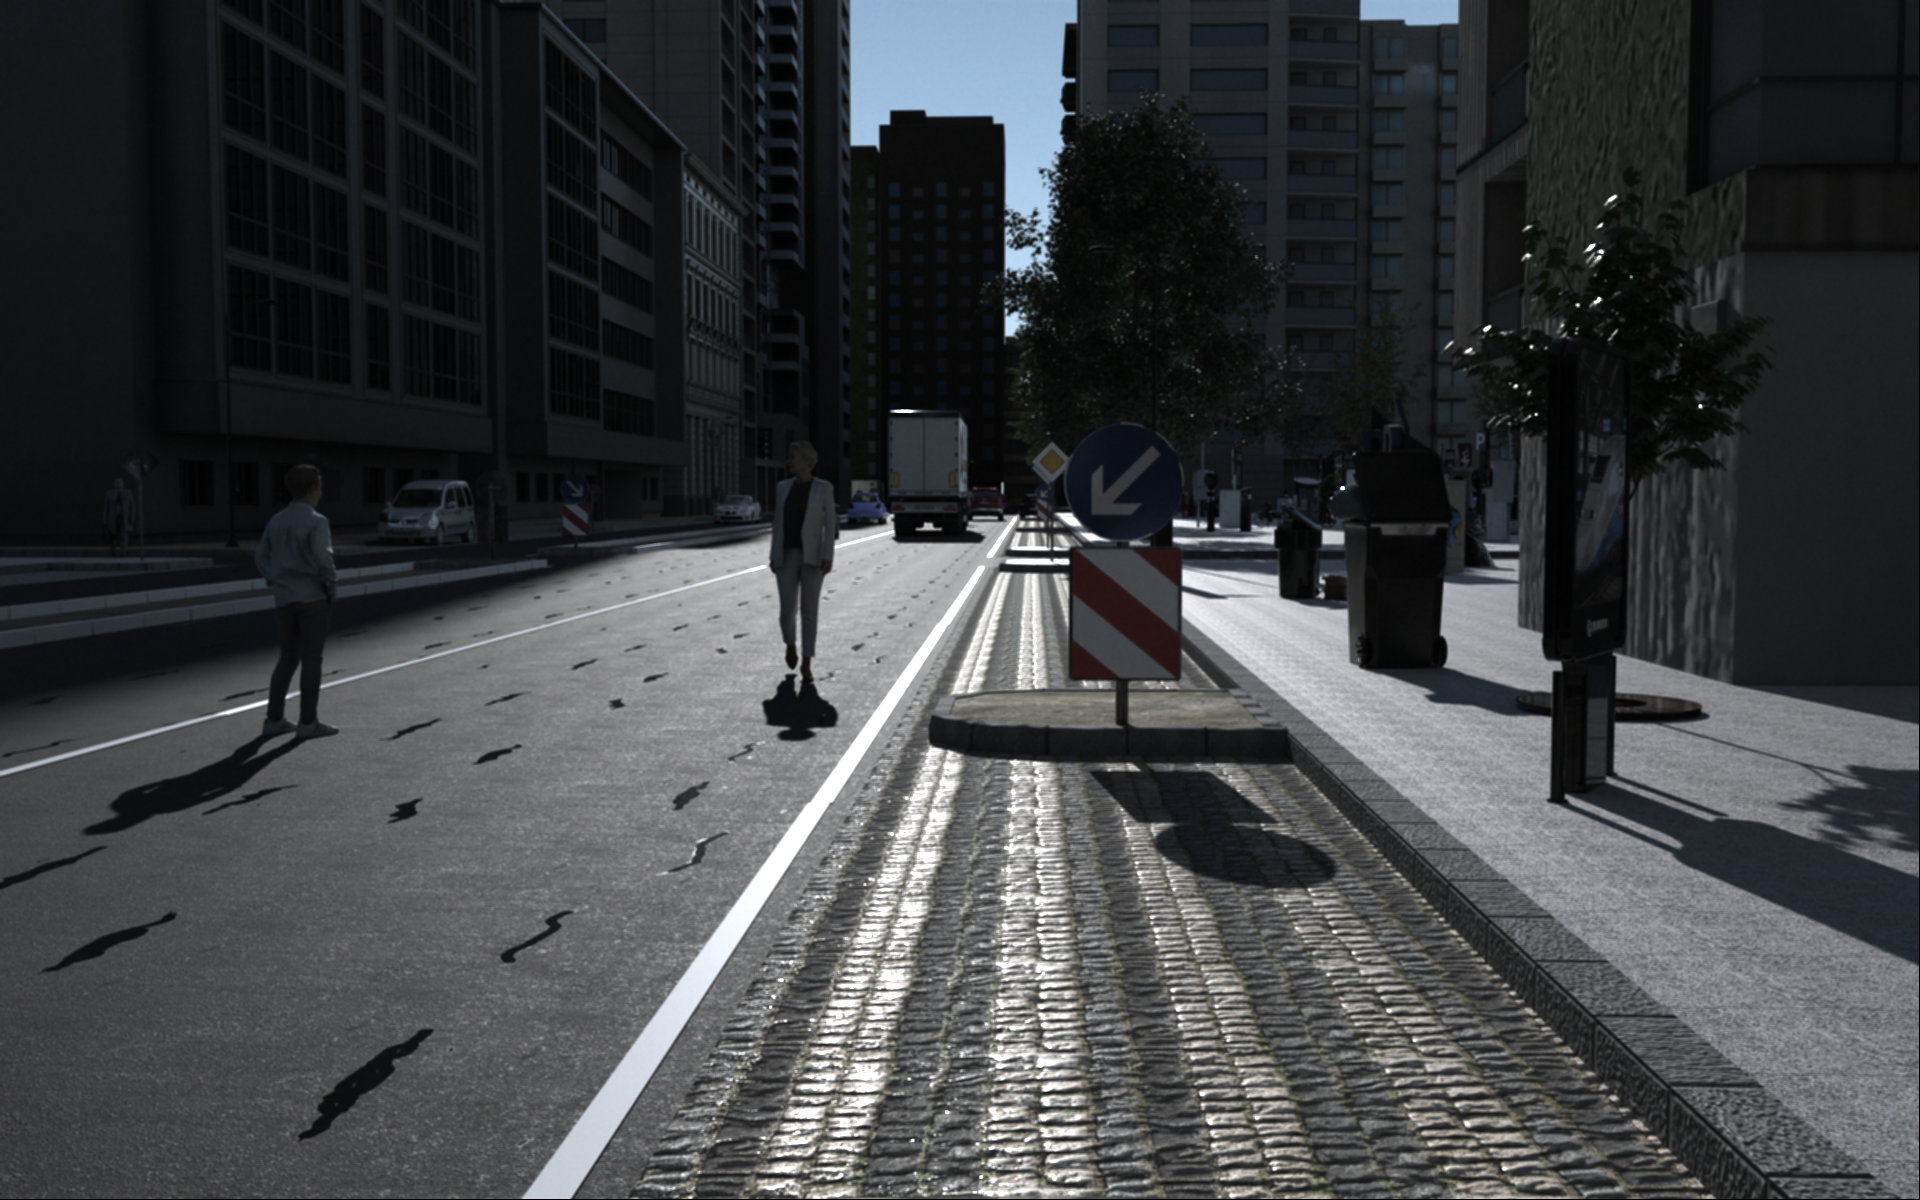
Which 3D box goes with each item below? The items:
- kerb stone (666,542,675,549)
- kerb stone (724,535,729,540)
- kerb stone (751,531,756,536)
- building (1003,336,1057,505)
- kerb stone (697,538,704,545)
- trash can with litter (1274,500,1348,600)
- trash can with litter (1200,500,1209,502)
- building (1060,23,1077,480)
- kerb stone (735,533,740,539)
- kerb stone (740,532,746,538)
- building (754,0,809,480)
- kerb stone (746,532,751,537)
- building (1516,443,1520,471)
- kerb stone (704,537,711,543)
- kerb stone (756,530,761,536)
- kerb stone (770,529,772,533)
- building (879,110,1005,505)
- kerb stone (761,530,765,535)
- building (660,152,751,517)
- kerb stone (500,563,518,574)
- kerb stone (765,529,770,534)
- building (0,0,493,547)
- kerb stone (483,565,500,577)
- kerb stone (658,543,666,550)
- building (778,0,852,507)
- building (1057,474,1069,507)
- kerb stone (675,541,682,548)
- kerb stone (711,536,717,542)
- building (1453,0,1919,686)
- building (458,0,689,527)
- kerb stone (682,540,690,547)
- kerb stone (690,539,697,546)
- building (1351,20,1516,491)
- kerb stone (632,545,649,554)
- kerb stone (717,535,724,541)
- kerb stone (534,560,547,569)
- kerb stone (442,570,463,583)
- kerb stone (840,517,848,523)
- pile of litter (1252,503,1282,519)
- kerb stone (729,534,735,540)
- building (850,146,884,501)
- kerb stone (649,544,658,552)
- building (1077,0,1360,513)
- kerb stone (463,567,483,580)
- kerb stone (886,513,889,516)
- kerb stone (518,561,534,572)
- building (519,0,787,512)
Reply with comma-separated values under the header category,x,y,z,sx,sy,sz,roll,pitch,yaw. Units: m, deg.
category,x,y,z,sx,sy,sz,roll,pitch,yaw
kerb stone,-7.684,-1.405,45.235,0.120,0.150,1.000,0,4,2
kerb stone,-7.342,-1.910,53.447,0.120,0.150,1.000,0,4,2
kerb stone,-7.128,-2.225,58.575,0.120,0.150,1.000,0,4,2
building,20.024,-22.494,212.809,28.899,21.520,27.650,0,4,2
kerb stone,-7.510,-1.657,49.339,0.120,0.150,1.000,0,4,2
trash can with litter,4.411,-0.609,21.338,1.055,1.170,0.624,2,4,29
trash can with litter,14.291,-5.557,102.242,0.624,1.170,1.055,2,4,24
building,20.449,-30.975,161.071,22.147,44.769,28.867,0,4,2
kerb stone,-7.259,-2.036,55.490,0.120,0.150,1.000,0,4,2
kerb stone,-7.216,-2.099,56.521,0.120,0.150,1.000,0,4,2
building,-24.455,-51.286,151.201,22.319,86.520,31.000,0,4,2
kerb stone,-7.171,-2.162,57.543,0.120,0.150,1.000,0,4,2
building,68.290,-45.258,178.213,20.611,71.187,20.563,0,4,2
kerb stone,-7.462,-1.723,50.360,0.120,0.150,1.000,0,4,2
kerb stone,-7.085,-2.288,59.606,0.120,0.150,1.000,0,4,2
kerb stone,-6.959,-2.469,62.693,0.120,0.150,1.000,0,4,2
building,-1.824,-33.958,205.329,14.200,45.320,14.600,0,4,2
kerb stone,-7.040,-2.351,60.630,0.120,0.150,1.000,0,4,2
building,-19.921,-16.977,106.458,11.050,23.489,19.941,0,4,2
kerb stone,-8.260,-0.561,31.365,0.120,0.150,1.000,0,4,2
kerb stone,-6.999,-2.414,61.659,0.120,0.150,1.000,0,4,2
building,-25.019,-15.896,53.414,14.314,27.812,24.014,0,4,2
kerb stone,-8.304,-0.497,30.327,0.120,0.150,1.000,0,4,2
kerb stone,-7.725,-1.347,44.213,0.120,0.150,1.000,0,4,2
building,-25.893,-39.142,181.971,28.212,58.520,21.231,0,4,2
building,17.330,-25.208,183.859,14.160,30.474,14.107,0,4,2
kerb stone,-7.644,-1.469,46.256,0.120,0.150,1.000,0,4,2
kerb stone,-7.425,-1.785,51.381,0.120,0.150,1.000,0,4,2
building,12.481,-20.386,16.911,14.154,41.232,14.086,0,4,2
building,-22.653,-16.036,81.251,14.314,24.678,30.058,0,4,2
kerb stone,-7.593,-1.534,47.277,0.120,0.150,1.000,0,4,2
kerb stone,-7.561,-1.597,48.309,0.120,0.150,1.000,0,4,2
building,41.913,-34.175,178.371,30.456,49.044,23.786,0,4,2
kerb stone,-7.803,-1.221,42.155,0.120,0.150,1.000,0,4,2
kerb stone,-7.382,-1.849,52.419,0.120,0.150,1.000,0,4,2
kerb stone,-8.167,-0.685,33.428,0.120,0.150,1.000,0,4,2
kerb stone,-8.380,-0.372,28.284,0.120,0.150,1.000,0,4,2
kerb stone,-5.895,-4.042,88.288,0.120,0.150,1.000,0,4,2
pile of litter,16.156,-4.712,91.007,1.719,0.858,1.176,1,4,19
kerb stone,-7.292,-1.974,54.468,0.120,0.150,1.000,0,4,2
building,-16.164,-31.982,206.499,14.086,41.232,14.154,0,4,2
kerb stone,-7.764,-1.284,43.189,0.120,0.150,1.000,0,4,2
building,19.404,-36.088,132.035,21.231,58.520,28.212,0,4,2
kerb stone,-8.340,-0.435,29.305,0.120,0.150,1.000,0,4,2
kerb stone,-4.791,-5.668,114.917,0.120,0.150,1.000,0,4,2
kerb stone,-8.214,-0.624,32.395,0.120,0.150,1.000,0,4,2
building,-23.616,-42.055,125.855,20.563,71.187,20.611,0,4,2
